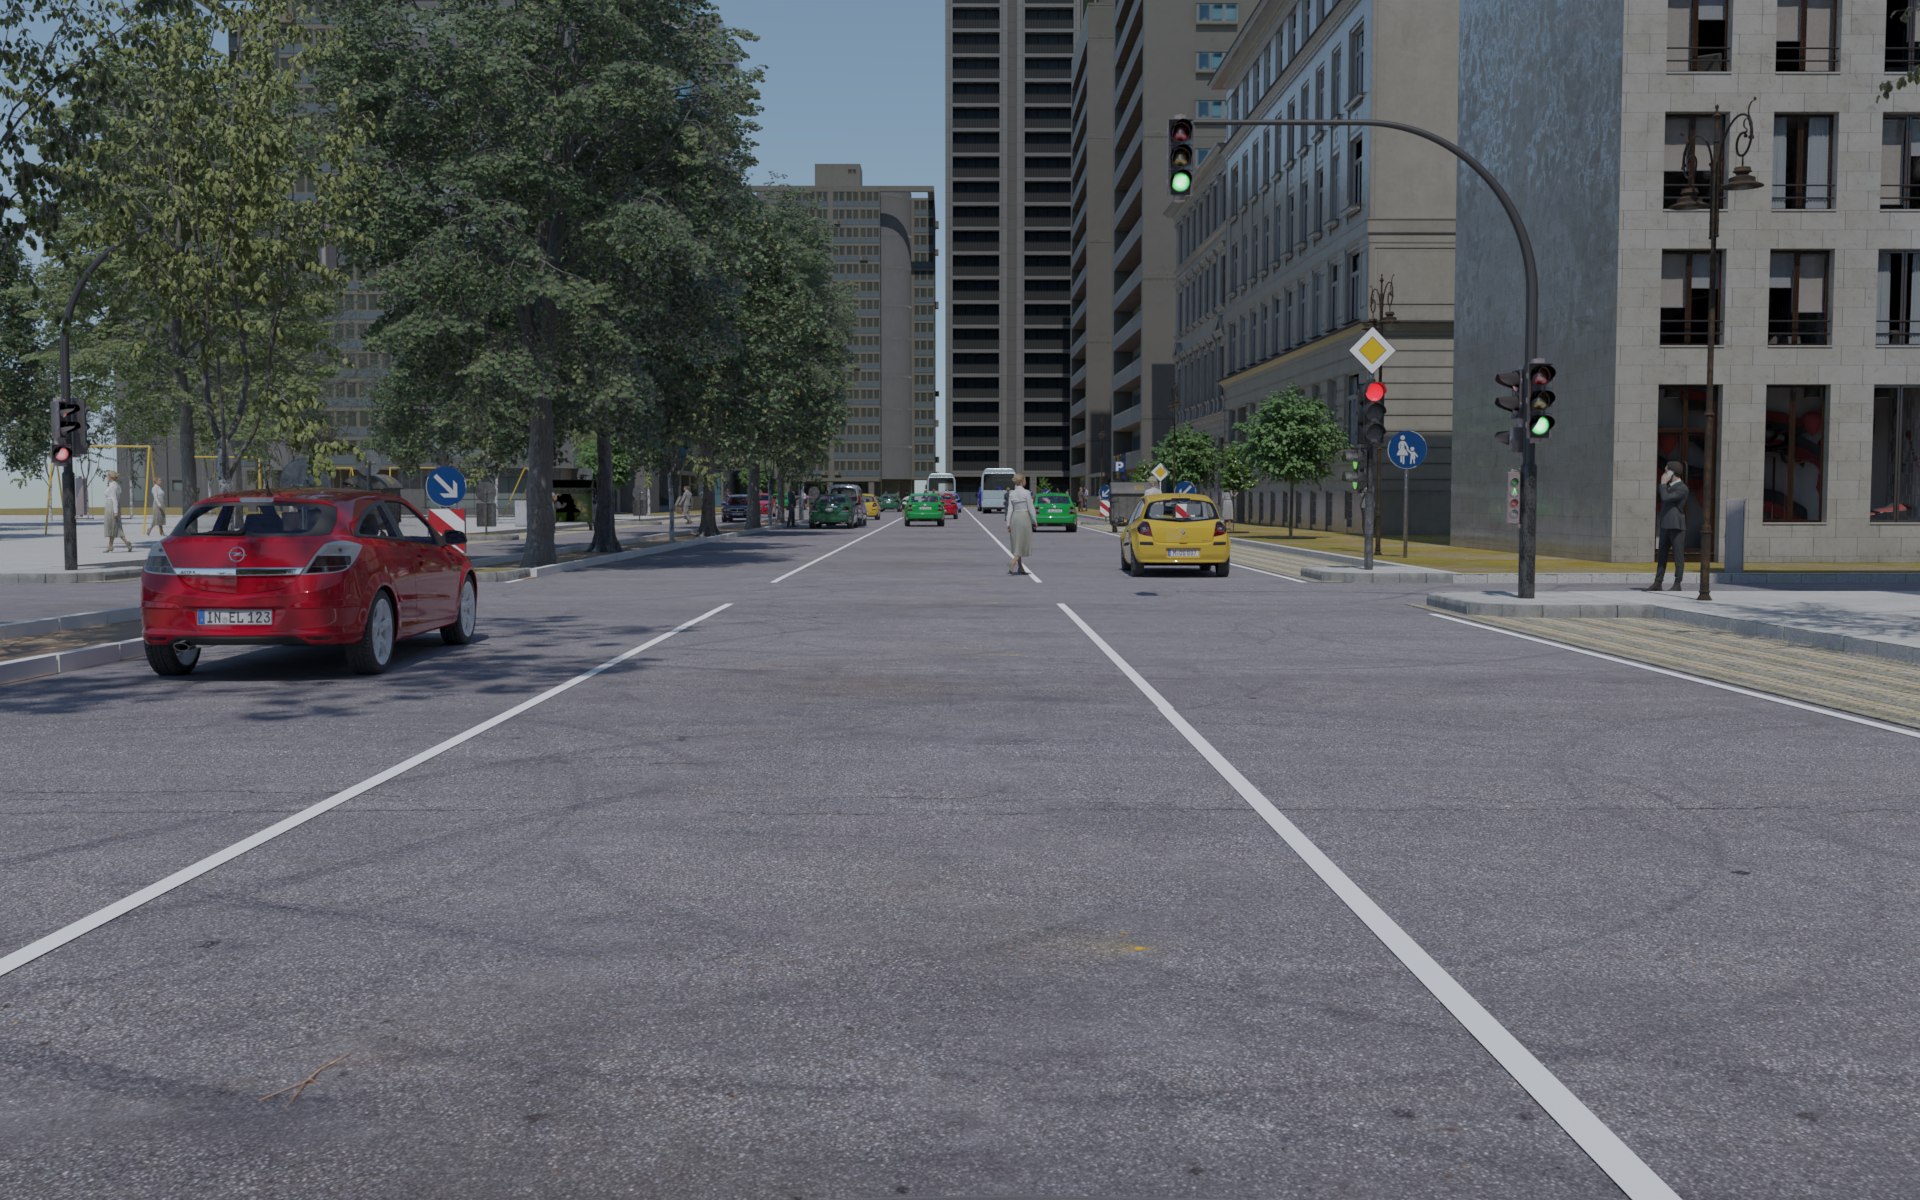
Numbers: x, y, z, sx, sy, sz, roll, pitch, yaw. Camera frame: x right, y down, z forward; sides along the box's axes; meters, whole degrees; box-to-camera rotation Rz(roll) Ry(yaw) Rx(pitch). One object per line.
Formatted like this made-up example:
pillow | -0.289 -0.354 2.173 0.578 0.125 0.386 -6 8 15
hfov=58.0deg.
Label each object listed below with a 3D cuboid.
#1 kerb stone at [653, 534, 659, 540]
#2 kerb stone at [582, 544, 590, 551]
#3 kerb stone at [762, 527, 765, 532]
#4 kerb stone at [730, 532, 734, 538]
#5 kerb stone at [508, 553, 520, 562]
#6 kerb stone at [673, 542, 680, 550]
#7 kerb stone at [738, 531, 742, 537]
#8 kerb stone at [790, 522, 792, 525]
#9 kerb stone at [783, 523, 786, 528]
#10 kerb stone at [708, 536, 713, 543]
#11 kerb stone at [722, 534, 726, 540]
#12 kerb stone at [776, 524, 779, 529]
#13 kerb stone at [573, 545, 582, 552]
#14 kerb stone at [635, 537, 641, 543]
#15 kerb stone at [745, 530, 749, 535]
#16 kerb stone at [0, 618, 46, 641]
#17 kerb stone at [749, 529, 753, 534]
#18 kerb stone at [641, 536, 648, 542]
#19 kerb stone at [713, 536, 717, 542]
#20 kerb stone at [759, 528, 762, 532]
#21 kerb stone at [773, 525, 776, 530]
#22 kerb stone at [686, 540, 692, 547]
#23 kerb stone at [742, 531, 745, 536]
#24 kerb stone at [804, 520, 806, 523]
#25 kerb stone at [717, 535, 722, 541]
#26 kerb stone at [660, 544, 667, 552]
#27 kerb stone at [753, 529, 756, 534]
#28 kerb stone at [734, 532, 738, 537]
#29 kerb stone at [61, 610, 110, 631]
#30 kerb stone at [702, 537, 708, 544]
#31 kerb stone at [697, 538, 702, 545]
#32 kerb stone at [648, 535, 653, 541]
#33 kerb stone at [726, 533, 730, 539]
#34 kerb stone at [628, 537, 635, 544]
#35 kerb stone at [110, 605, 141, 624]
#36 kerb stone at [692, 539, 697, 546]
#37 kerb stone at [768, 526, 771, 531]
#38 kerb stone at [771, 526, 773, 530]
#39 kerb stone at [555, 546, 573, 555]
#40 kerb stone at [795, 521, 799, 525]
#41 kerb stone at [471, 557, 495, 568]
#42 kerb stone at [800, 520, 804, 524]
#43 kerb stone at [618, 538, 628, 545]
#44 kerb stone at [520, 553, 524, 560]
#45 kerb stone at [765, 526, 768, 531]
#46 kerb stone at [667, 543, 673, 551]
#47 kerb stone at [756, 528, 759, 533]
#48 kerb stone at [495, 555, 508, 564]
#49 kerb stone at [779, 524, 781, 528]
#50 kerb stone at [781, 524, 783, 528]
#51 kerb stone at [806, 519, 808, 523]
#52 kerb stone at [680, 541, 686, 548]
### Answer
kerb stone | -9.578 -1.936 53.852 0.120 0.150 1.000 0 4 0
kerb stone | -9.528 -1.307 43.610 0.120 0.150 1.000 0 4 0
kerb stone | -7.548 -2.625 65.170 0.120 0.150 1.000 0 4 0
kerb stone | -7.489 -2.064 55.935 0.120 0.150 1.000 0 4 0
kerb stone | -9.489 -0.871 36.438 0.120 0.150 1.000 0 4 0
kerb stone | -7.427 -1.370 44.645 0.120 0.150 1.000 0 4 0
kerb stone | -7.505 -2.189 57.988 0.120 0.150 1.000 0 4 0
kerb stone | -7.606 -3.310 76.423 0.120 0.150 1.000 0 4 0
kerb stone | -7.592 -3.129 73.355 0.120 0.150 1.000 0 4 0
kerb stone | -7.459 -1.748 50.806 0.120 0.150 1.000 0 4 0
kerb stone | -7.488 -1.936 53.885 0.120 0.150 1.000 0 4 0
kerb stone | -7.574 -2.938 70.285 0.120 0.150 1.000 0 4 0
kerb stone | -9.521 -1.247 42.582 0.120 0.150 1.000 0 4 0
kerb stone | -9.574 -1.747 50.776 0.120 0.150 1.000 0 4 0
kerb stone | -7.515 -2.309 60.040 0.120 0.150 1.000 0 4 0
kerb stone | -9.383 0.292 17.420 0.120 0.150 1.000 0 4 0
kerb stone | -7.519 -2.377 61.064 0.120 0.150 1.000 0 4 0
kerb stone | -9.570 -1.811 51.799 0.120 0.150 1.000 0 4 0
kerb stone | -7.474 -1.807 51.841 0.120 0.150 1.000 0 4 0
kerb stone | -7.544 -2.566 64.146 0.120 0.150 1.000 0 4 0
kerb stone | -7.573 -2.879 69.263 0.120 0.150 1.000 0 4 0
kerb stone | -7.439 -1.499 46.701 0.120 0.150 1.000 0 4 0
kerb stone | -7.515 -2.247 59.017 0.120 0.150 1.000 0 4 0
kerb stone | -7.654 -3.756 83.598 0.120 0.150 1.000 0 4 0
kerb stone | -7.480 -1.872 52.863 0.120 0.150 1.000 0 4 0
kerb stone | -7.417 -1.247 42.592 0.120 0.150 1.000 0 4 0
kerb stone | -7.534 -2.440 62.089 0.120 0.150 1.000 0 4 0
kerb stone | -7.504 -2.126 56.957 0.120 0.150 1.000 0 4 0
kerb stone | -9.387 0.229 18.447 0.120 0.150 1.000 0 4 0
kerb stone | -7.456 -1.687 49.783 0.120 0.150 1.000 0 4 0
kerb stone | -7.459 -1.624 48.749 0.120 0.150 1.000 0 4 0
kerb stone | -9.578 -1.872 52.830 0.120 0.150 1.000 0 4 0
kerb stone | -7.492 -2.001 54.907 0.120 0.150 1.000 0 4 0
kerb stone | -9.562 -1.684 49.751 0.120 0.150 1.000 0 4 0
kerb stone | -9.382 0.167 19.469 0.120 0.150 1.000 0 4 0
kerb stone | -7.450 -1.562 47.727 0.120 0.150 1.000 0 4 0
kerb stone | -7.556 -2.751 67.217 0.120 0.150 1.000 0 4 0
kerb stone | -7.564 -2.815 68.241 0.120 0.150 1.000 0 4 0
kerb stone | -9.511 -1.178 41.560 0.120 0.150 1.000 0 4 0
kerb stone | -7.628 -3.505 79.501 0.120 0.150 1.000 0 4 0
kerb stone | -9.468 -0.746 34.389 0.120 0.150 1.000 0 4 0
kerb stone | -7.650 -3.692 82.575 0.120 0.150 1.000 0 4 0
kerb stone | -9.556 -1.616 48.729 0.120 0.150 1.000 0 4 0
kerb stone | -9.496 -0.934 37.464 0.120 0.150 1.000 0 4 0
kerb stone | -7.548 -2.687 66.192 0.120 0.150 1.000 0 4 0
kerb stone | -7.426 -1.308 43.617 0.120 0.150 1.000 0 4 0
kerb stone | -7.531 -2.502 63.112 0.120 0.150 1.000 0 4 0
kerb stone | -9.478 -0.809 35.415 0.120 0.150 1.000 0 4 0
kerb stone | -7.579 -3.004 71.309 0.120 0.150 1.000 0 4 0
kerb stone | -7.590 -3.063 72.333 0.120 0.150 1.000 0 4 0
kerb stone | -7.655 -3.818 84.620 0.120 0.150 1.000 0 4 0
kerb stone | -7.443 -1.436 45.679 0.120 0.150 1.000 0 4 0
